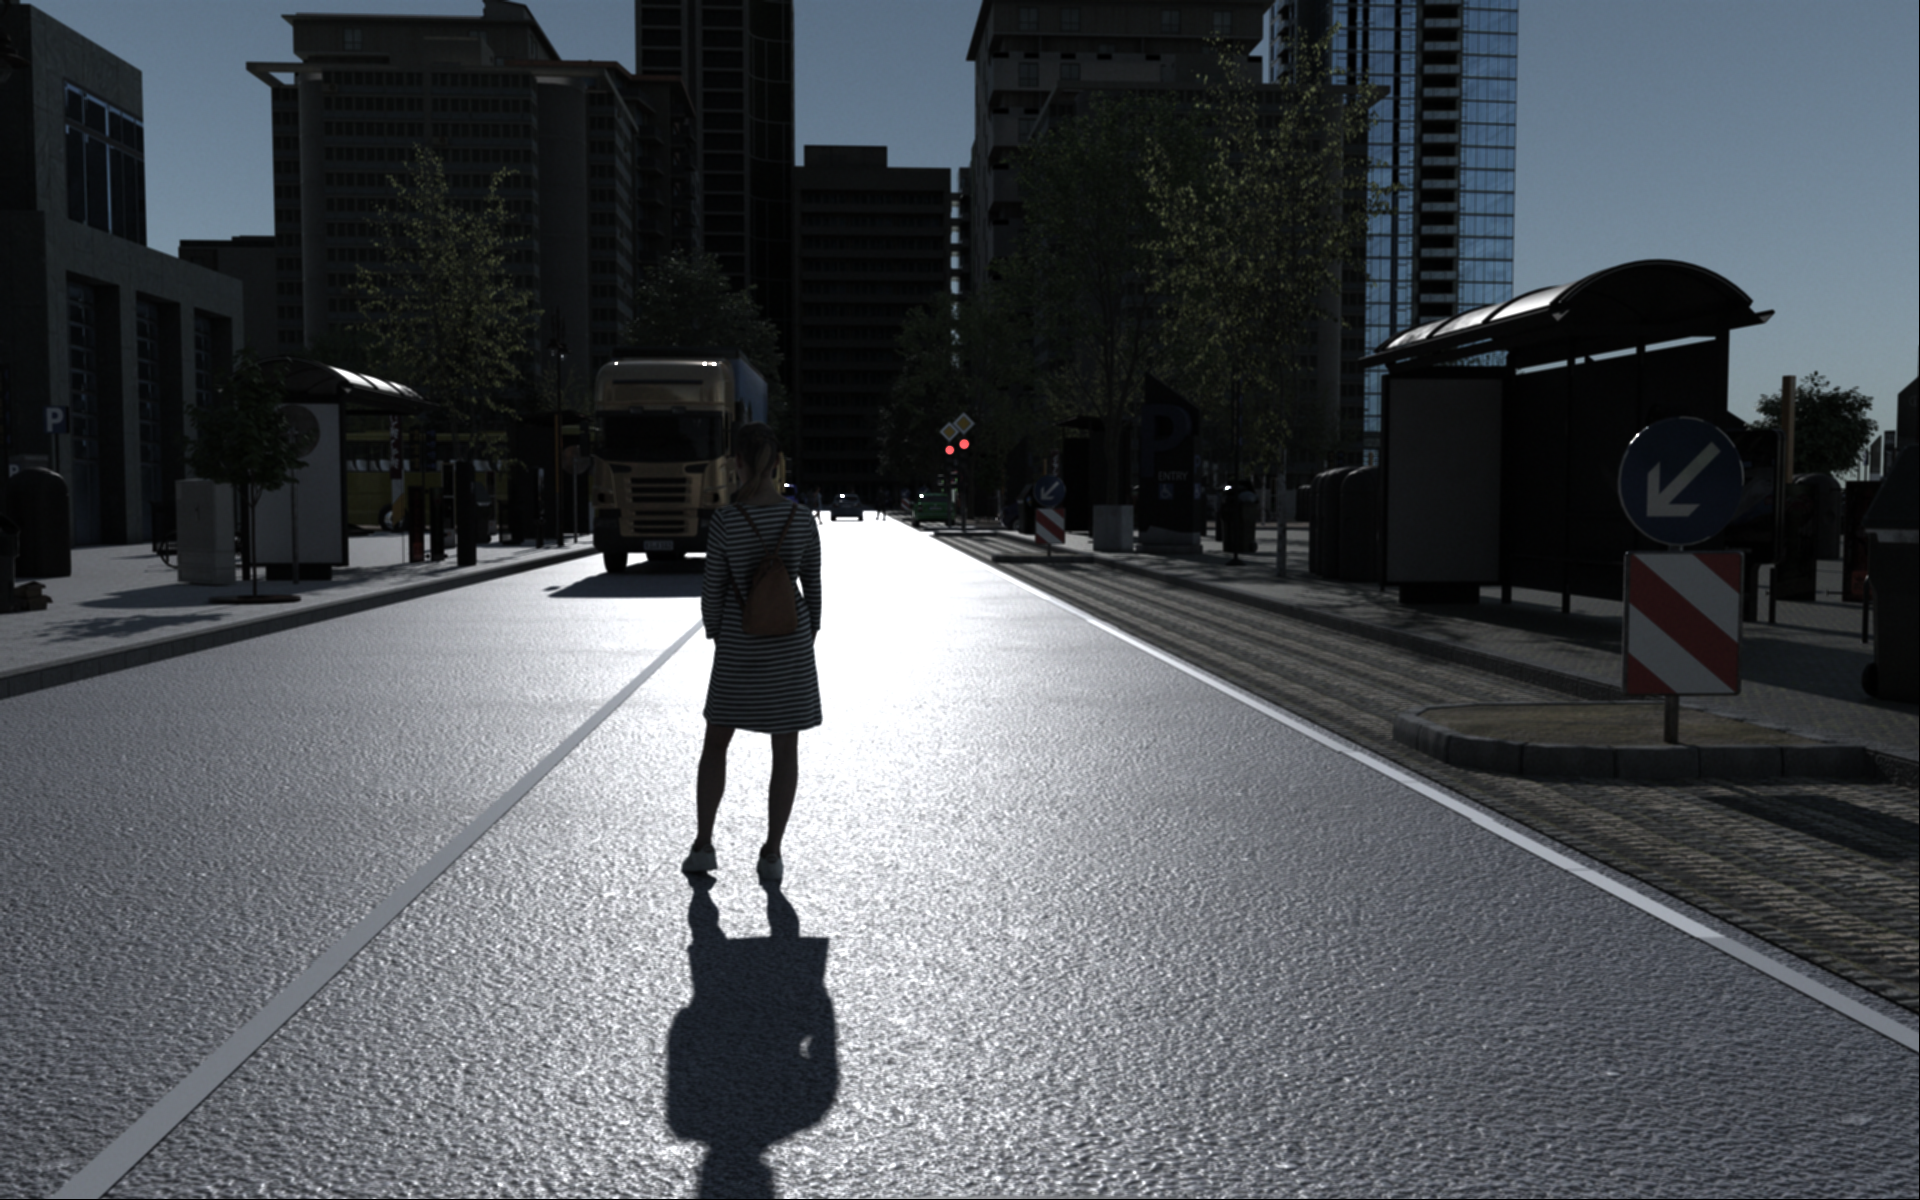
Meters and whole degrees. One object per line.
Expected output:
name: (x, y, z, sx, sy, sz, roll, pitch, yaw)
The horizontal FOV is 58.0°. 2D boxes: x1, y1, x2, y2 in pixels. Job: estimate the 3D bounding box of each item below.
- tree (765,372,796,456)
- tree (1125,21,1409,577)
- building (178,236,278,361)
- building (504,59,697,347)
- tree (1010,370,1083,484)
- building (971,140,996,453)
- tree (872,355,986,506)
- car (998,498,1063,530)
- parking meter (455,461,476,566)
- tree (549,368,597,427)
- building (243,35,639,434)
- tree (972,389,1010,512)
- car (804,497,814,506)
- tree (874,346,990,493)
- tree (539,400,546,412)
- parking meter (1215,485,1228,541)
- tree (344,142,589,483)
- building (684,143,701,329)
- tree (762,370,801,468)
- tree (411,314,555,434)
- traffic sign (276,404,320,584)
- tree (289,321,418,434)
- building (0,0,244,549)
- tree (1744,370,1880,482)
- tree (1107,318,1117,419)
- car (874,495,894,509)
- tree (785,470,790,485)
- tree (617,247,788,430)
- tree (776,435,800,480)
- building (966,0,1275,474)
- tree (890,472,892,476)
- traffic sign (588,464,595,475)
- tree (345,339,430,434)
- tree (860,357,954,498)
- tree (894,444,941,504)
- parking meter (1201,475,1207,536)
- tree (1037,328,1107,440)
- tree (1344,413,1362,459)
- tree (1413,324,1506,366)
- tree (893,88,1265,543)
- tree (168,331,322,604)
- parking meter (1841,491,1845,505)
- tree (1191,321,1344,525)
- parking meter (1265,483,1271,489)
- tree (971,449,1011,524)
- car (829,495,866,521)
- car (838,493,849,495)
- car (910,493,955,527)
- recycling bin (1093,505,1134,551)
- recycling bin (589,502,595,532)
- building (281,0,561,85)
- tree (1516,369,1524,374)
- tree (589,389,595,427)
tree: (-17.445, -13.222, 141.935, 9.928, 11.665, 9.643, 0, 3, 0)
tree: (4.749, -4.666, 26.654, 4.360, 8.622, 3.978, 0, 3, 0)
building: (-79.539, -26.099, 198.424, 14.107, 30.474, 14.160, 0, 4, -4)
building: (-38.707, -32.002, 177.860, 22.147, 44.769, 28.867, 0, 4, -4)
tree: (5.460, -9.340, 103.067, 4.737, 8.622, 4.395, 0, 3, 0)
building: (8.203, -31.771, 203.054, 14.154, 41.232, 14.086, 0, 4, -4)
tree: (-1.717, -10.834, 111.553, 7.601, 10.594, 8.767, 1, 4, 19)
car: (3.355, -3.045, 62.373, 3.894, 1.354, 1.945, 0, 4, -3)
parking meter: (-8.878, -1.555, 31.131, 0.255, 1.863, 0.399, 0, 4, 1)
tree: (-21.034, -9.257, 101.715, 4.737, 8.622, 4.395, 0, 3, 0)
building: (-41.734, -28.102, 151.354, 32.217, 40.220, 23.993, 0, 4, -4)
tree: (2.688, -10.452, 121.258, 4.737, 8.622, 4.395, 0, 3, 0)
car: (-17.913, -12.188, 208.870, 1.945, 1.707, 3.694, 0, 4, -4)
tree: (-2.111, -13.233, 133.374, 9.611, 12.733, 9.660, 0, 3, 0)
tree: (-29.780, -10.735, 125.878, 4.737, 8.622, 4.395, 0, 3, 0)
parking meter: (7.148, -2.369, 47.140, 0.372, 1.533, 0.369, 0, 3, 0)
tree: (-10.578, -5.260, 36.356, 4.360, 8.622, 3.978, 0, 3, 0)
building: (-37.401, -31.661, 201.259, 14.086, 41.232, 14.154, 0, 4, -4)
tree: (-18.227, -14.571, 156.368, 7.486, 12.596, 7.792, 0, 3, 0)
tree: (-23.931, -9.384, 87.842, 7.601, 10.594, 8.767, 0, 4, -2)
traffic sign: (-9.476, -1.500, 24.638, 0.768, 2.556, 0.104, 0, 4, 2)
tree: (-36.440, -10.857, 103.270, 9.928, 11.665, 9.643, 0, 3, 0)
building: (-36.356, -44.357, 37.909, 31.000, 86.520, 22.319, 0, 4, -4)
tree: (22.580, -3.813, 46.057, 4.285, 4.588, 4.351, 0, 3, 0)
tree: (7.384, -6.452, 55.848, 4.360, 8.622, 3.978, 0, 3, 0)
car: (-7.242, -9.297, 164.589, 1.945, 1.354, 3.894, 0, 4, -2)
tree: (-20.059, -12.483, 187.816, 4.285, 4.588, 4.351, 0, 3, 0)
tree: (-13.075, -11.168, 89.259, 9.857, 13.997, 8.962, 0, 3, 0)
tree: (-20.837, -15.372, 201.686, 4.360, 8.622, 3.978, 0, 3, 0)
building: (15.923, -36.281, 182.424, 28.713, 52.752, 27.495, 0, 4, -4)
tree: (-7.817, -16.345, 217.610, 4.737, 8.622, 4.395, 0, 3, 0)
traffic sign: (-10.191, -3.025, 49.468, 0.884, 2.594, 0.081, 0, 4, 6)
tree: (-26.791, -7.971, 80.682, 4.737, 8.622, 4.395, 0, 3, 0)
tree: (-3.898, -14.974, 155.199, 12.009, 13.543, 11.850, 0, 3, 0)
tree: (-2.861, -11.783, 143.012, 4.737, 8.622, 4.395, 0, 3, 0)
parking meter: (7.383, -2.914, 53.355, 0.399, 1.863, 0.255, -1, 4, -22)
tree: (5.645, -7.410, 71.509, 4.360, 8.622, 3.978, 0, 3, 0)
tree: (23.816, -9.956, 113.150, 4.737, 8.622, 4.395, 0, 3, 0)
tree: (20.104, -7.497, 72.933, 4.737, 8.622, 4.395, 0, 3, 0)
tree: (4.011, -7.286, 44.881, 9.928, 11.665, 9.643, 0, 3, 0)
tree: (-8.350, -1.596, 20.695, 1.663, 3.219, 1.824, 0, 3, 0)
parking meter: (52.191, -5.734, 102.161, 0.372, 1.533, 0.369, 0, 3, 0)
tree: (12.286, -7.378, 70.996, 4.737, 8.622, 4.395, 0, 3, 0)
parking meter: (15.820, -5.086, 88.870, 0.255, 1.863, 0.399, -2, 4, -35)
tree: (1.377, -4.922, 75.082, 1.663, 3.219, 1.824, 0, 3, 0)
car: (-6.124, -5.009, 93.894, 2.014, 1.417, 4.499, 0, 4, -3)
car: (-13.030, -11.253, 193.581, 1.945, 1.707, 3.694, 0, 4, -3)
car: (-1.193, -4.121, 76.177, 1.959, 1.807, 4.718, 0, 4, -4)
recycling bin: (3.488, -1.642, 39.398, 0.722, 1.027, 0.722, 2, 4, 29)
recycling bin: (-12.749, -2.789, 58.153, 0.722, 1.027, 0.722, 1, 4, 20)
building: (-58.321, -36.884, 192.288, 27.495, 52.752, 28.713, 0, 4, -4)
tree: (26.296, -8.370, 87.218, 4.737, 8.622, 4.395, 0, 3, 0)
tree: (-21.955, -8.919, 96.195, 4.360, 8.622, 3.978, 0, 3, 0)
